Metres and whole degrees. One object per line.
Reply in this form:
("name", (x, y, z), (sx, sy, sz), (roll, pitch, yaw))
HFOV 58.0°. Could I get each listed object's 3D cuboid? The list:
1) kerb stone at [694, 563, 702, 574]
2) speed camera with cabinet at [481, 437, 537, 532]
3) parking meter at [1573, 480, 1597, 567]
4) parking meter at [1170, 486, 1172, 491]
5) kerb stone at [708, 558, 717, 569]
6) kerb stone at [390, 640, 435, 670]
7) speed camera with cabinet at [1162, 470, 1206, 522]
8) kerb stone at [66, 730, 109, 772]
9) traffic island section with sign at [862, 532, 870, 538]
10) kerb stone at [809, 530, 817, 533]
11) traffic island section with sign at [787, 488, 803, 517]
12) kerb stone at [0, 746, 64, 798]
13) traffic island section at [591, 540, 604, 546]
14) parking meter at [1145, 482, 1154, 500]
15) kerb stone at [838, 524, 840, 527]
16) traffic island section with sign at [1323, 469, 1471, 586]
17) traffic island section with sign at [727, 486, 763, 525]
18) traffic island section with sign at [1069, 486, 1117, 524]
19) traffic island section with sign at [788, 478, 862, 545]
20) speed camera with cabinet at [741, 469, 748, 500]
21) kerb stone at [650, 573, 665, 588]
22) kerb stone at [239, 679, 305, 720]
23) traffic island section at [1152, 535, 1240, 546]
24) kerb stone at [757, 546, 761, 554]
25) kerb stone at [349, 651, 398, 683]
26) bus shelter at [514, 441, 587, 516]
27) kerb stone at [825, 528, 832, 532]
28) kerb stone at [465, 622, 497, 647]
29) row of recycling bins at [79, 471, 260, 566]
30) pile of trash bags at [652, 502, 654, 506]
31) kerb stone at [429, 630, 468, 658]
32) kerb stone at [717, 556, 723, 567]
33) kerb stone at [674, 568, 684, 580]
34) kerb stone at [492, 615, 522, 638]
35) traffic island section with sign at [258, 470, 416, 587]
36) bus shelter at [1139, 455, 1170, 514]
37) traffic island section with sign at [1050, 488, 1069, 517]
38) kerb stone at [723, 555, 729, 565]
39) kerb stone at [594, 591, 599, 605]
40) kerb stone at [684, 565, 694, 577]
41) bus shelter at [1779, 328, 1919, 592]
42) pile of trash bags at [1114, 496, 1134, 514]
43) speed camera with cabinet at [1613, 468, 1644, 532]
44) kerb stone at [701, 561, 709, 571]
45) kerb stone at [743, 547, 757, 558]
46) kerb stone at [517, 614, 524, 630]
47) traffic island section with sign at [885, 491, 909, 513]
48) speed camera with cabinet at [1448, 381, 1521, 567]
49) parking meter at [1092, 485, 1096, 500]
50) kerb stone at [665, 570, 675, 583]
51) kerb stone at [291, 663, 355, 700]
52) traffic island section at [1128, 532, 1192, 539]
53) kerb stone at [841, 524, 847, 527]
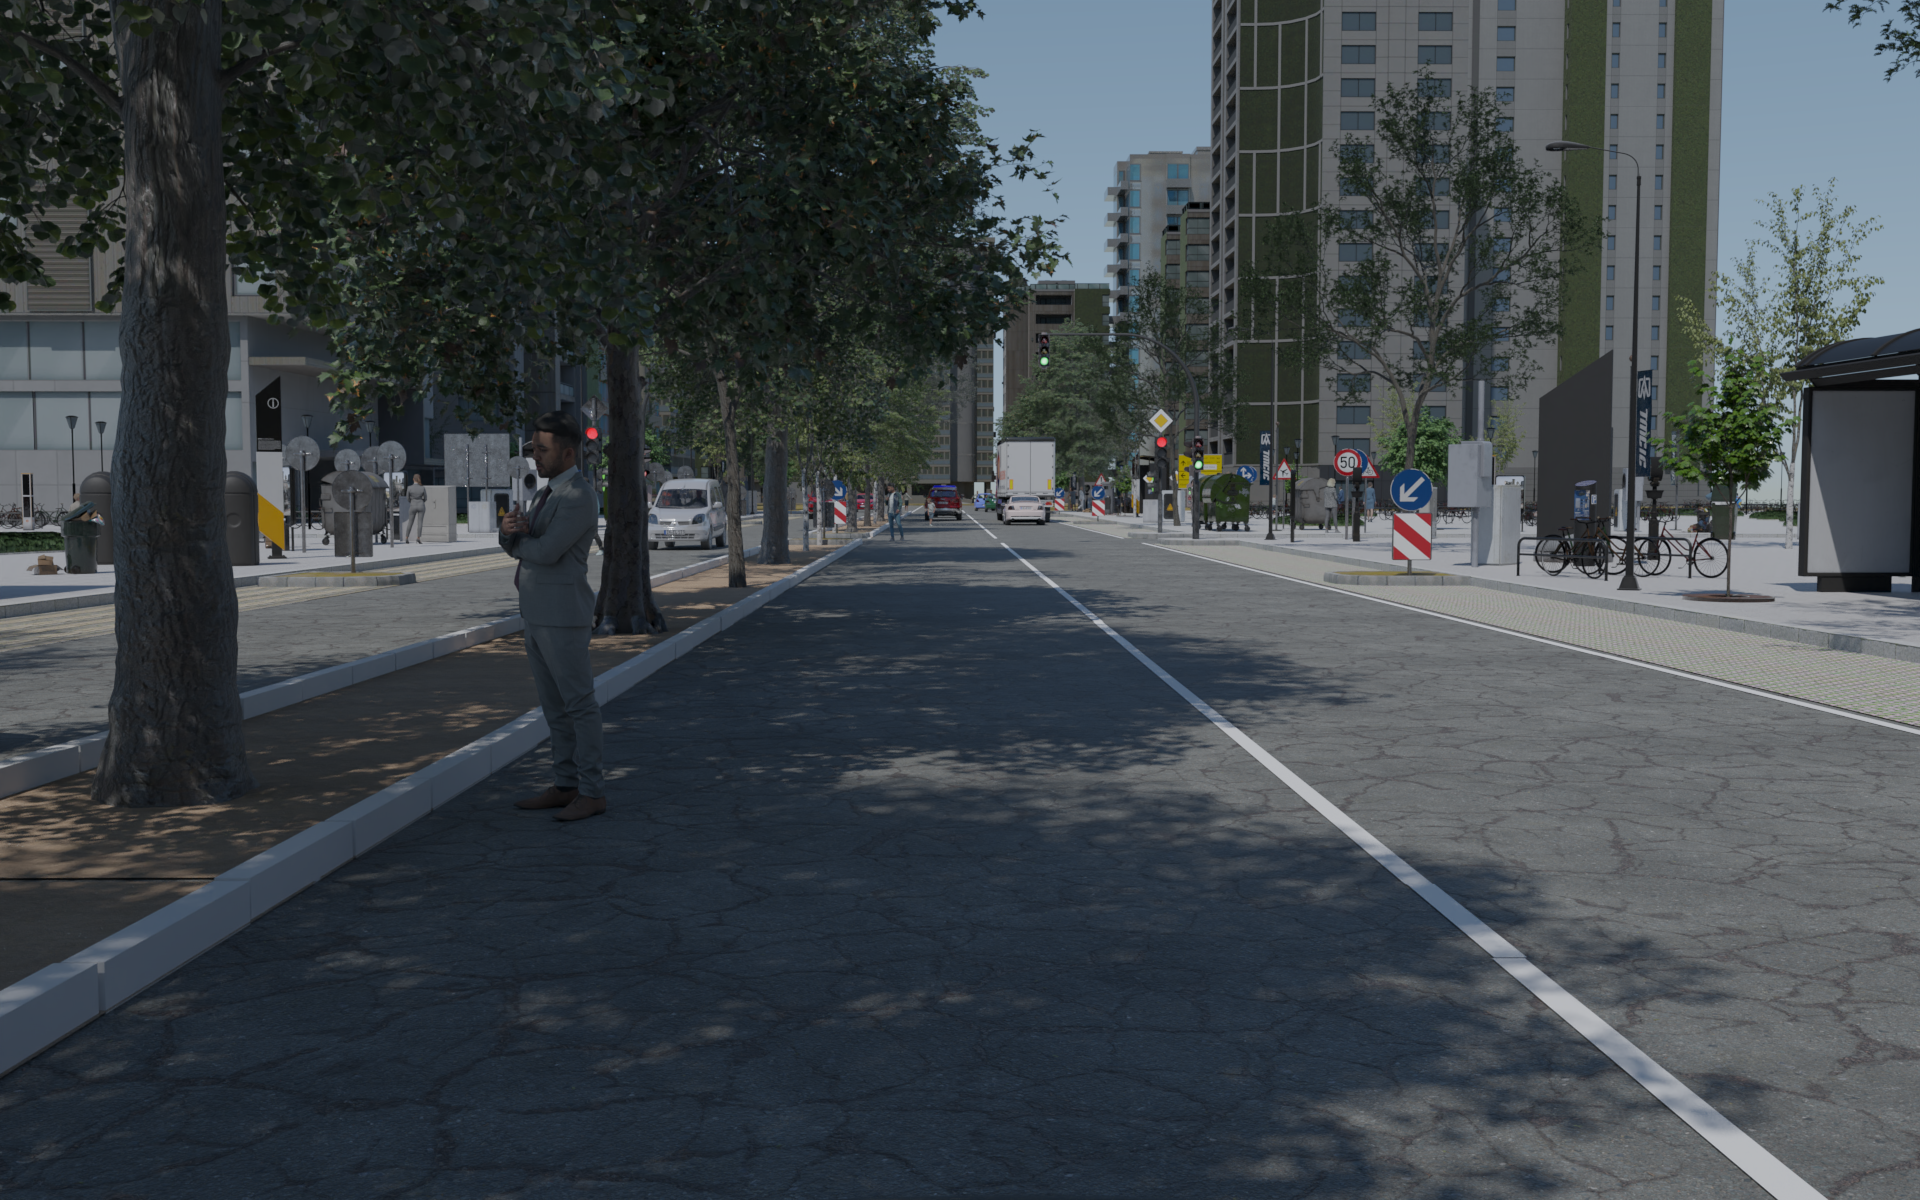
("kerb stone", (-4.786, -0.532, 30.913), (0.120, 0.150, 1.000), (0, 4, -1))
("speed camera with cabinet", (-15.590, -4.010, 59.893), (0.660, 3.252, 2.038), (3, 4, 36))
("parking meter", (11.107, -1.368, 30.781), (0.372, 1.533, 0.369), (0, 3, 0))
("parking meter", (12.985, -6.248, 107.864), (0.255, 1.863, 0.399), (3, 5, 43))
("kerb stone", (-4.806, -0.658, 32.960), (0.120, 0.150, 1.000), (0, 4, -1))
("kerb stone", (-4.617, 0.472, 14.483), (0.120, 0.150, 1.000), (0, 4, -1))
("speed camera with cabinet", (10.283, -5.210, 79.516), (2.038, 3.252, 0.660), (2, 4, 29))
("kerb stone", (-4.565, 0.787, 9.363), (0.120, 0.150, 1.000), (0, 4, -1))
("traffic island section with sign", (-3.988, -2.971, 56.719), (2.006, 1.907, 1.989), (0, 4, -1))
("kerb stone", (-5.086, -2.321, 60.135), (0.120, 0.150, 1.000), (0, 4, -1))
("traffic island section with sign", (-10.634, -6.161, 109.365), (1.989, 1.847, 2.006), (0, 4, -1))
("kerb stone", (-4.552, 0.848, 8.340), (0.120, 0.150, 1.000), (0, 4, -1))
("traffic island section", (-10.333, -1.635, 49.013), (2.009, 0.180, 2.903), (0, 4, -1))
("parking meter", (9.245, -4.822, 84.545), (0.399, 1.863, 0.255), (-1, 4, -13))
("kerb stone", (-5.215, -3.071, 72.411), (0.120, 0.150, 1.000), (0, 4, -1))
("traffic island section with sign", (6.932, -1.173, 27.804), (1.989, 1.847, 2.006), (0, 4, -1))
("traffic island section with sign", (-10.353, -4.463, 81.603), (1.989, 1.847, 2.006), (0, 4, -1))
("traffic island section with sign", (6.371, -4.488, 82.013), (1.989, 1.847, 2.006), (0, 4, -1))
("traffic island section with sign", (-3.921, -2.518, 49.312), (2.006, 1.907, 1.989), (0, 4, -1))
("speed camera with cabinet", (-15.531, -7.996, 125.070), (0.660, 3.252, 2.038), (1, 4, 16))
("kerb stone", (-4.739, -0.282, 26.808), (0.120, 0.150, 1.000), (0, 4, -1))
("kerb stone", (-4.578, 0.663, 11.413), (0.120, 0.150, 1.000), (0, 4, -1))
("traffic island section", (6.707, -1.645, 49.183), (2.009, 0.180, 2.903), (0, 4, -1))
("kerb stone", (-4.896, -1.156, 41.156), (0.120, 0.150, 1.000), (0, 4, -1))
("kerb stone", (-4.608, 0.538, 13.461), (0.120, 0.150, 1.000), (0, 4, -1))
("bus shelter", (-15.412, -4.438, 66.479), (2.014, 3.302, 5.546), (0, 4, 0))
("kerb stone", (-5.160, -2.758, 67.294), (0.120, 0.150, 1.000), (0, 4, -1))
("kerb stone", (-4.636, 0.348, 16.533), (0.120, 0.150, 1.000), (0, 4, -1))
("row of recycling bins", (-14.312, -1.479, 31.302), (3.534, 1.692, 1.069), (1, 4, 13))
("pile of trash bags", (-14.928, -4.733, 87.140), (1.912, 1.369, 3.447), (-1, 4, -17))
("kerb stone", (-4.624, 0.409, 15.505), (0.120, 0.150, 1.000), (0, 4, -1))
("kerb stone", (-4.820, -0.721, 33.981), (0.120, 0.150, 1.000), (0, 4, -1))
("kerb stone", (-4.770, -0.407, 28.859), (0.120, 0.150, 1.000), (0, 4, -1))
("kerb stone", (-4.649, 0.284, 17.558), (0.120, 0.150, 1.000), (0, 4, -1))
("traffic island section with sign", (-9.779, -1.153, 27.473), (1.989, 1.847, 2.006), (0, 4, -1))
("bus shelter", (11.834, -7.097, 107.317), (1.731, 3.624, 6.357), (0, 4, -1))
("traffic island section with sign", (6.096, -6.137, 108.967), (1.989, 1.847, 2.006), (0, 4, -1))
("kerb stone", (-4.826, -0.784, 35.009), (0.120, 0.150, 1.000), (0, 4, -1))
("kerb stone", (-4.707, -0.030, 22.691), (0.120, 0.150, 1.000), (0, 4, -1))
("kerb stone", (-4.768, -0.466, 29.891), (0.120, 0.150, 1.000), (0, 4, -1))
("bus shelter", (11.802, -1.599, 20.064), (2.014, 3.302, 5.546), (0, 4, -1))
("pile of trash bags", (11.382, -6.418, 114.691), (3.447, 1.369, 1.912), (0, 4, 4))
("speed camera with cabinet", (22.787, -3.958, 59.042), (0.660, 3.252, 2.038), (1, 4, 10))
("kerb stone", (-4.795, -0.596, 31.935), (0.120, 0.150, 1.000), (0, 4, -1))
("kerb stone", (-4.876, -1.097, 40.134), (0.120, 0.150, 1.000), (0, 4, -1))
("kerb stone", (-4.658, 0.222, 18.580), (0.120, 0.150, 1.000), (0, 4, -1))
("traffic island section with sign", (-4.771, -7.567, 131.854), (2.006, 1.907, 1.989), (0, 4, -1))
("speed camera with cabinet", (9.389, -2.241, 30.969), (0.660, 3.252, 2.038), (3, 4, 39))
("parking meter", (8.823, -6.578, 113.259), (0.255, 1.863, 0.399), (-3, 4, -36))
("kerb stone", (-4.752, -0.344, 27.838), (0.120, 0.150, 1.000), (0, 4, -1))
("kerb stone", (-4.595, 0.597, 12.435), (0.120, 0.150, 1.000), (0, 4, -1))
("traffic island section", (6.625, -2.134, 57.167), (2.009, 0.180, 2.903), (0, 4, -1))
("kerb stone", (-5.269, -3.386, 77.552), (0.120, 0.150, 1.000), (0, 4, -1))
